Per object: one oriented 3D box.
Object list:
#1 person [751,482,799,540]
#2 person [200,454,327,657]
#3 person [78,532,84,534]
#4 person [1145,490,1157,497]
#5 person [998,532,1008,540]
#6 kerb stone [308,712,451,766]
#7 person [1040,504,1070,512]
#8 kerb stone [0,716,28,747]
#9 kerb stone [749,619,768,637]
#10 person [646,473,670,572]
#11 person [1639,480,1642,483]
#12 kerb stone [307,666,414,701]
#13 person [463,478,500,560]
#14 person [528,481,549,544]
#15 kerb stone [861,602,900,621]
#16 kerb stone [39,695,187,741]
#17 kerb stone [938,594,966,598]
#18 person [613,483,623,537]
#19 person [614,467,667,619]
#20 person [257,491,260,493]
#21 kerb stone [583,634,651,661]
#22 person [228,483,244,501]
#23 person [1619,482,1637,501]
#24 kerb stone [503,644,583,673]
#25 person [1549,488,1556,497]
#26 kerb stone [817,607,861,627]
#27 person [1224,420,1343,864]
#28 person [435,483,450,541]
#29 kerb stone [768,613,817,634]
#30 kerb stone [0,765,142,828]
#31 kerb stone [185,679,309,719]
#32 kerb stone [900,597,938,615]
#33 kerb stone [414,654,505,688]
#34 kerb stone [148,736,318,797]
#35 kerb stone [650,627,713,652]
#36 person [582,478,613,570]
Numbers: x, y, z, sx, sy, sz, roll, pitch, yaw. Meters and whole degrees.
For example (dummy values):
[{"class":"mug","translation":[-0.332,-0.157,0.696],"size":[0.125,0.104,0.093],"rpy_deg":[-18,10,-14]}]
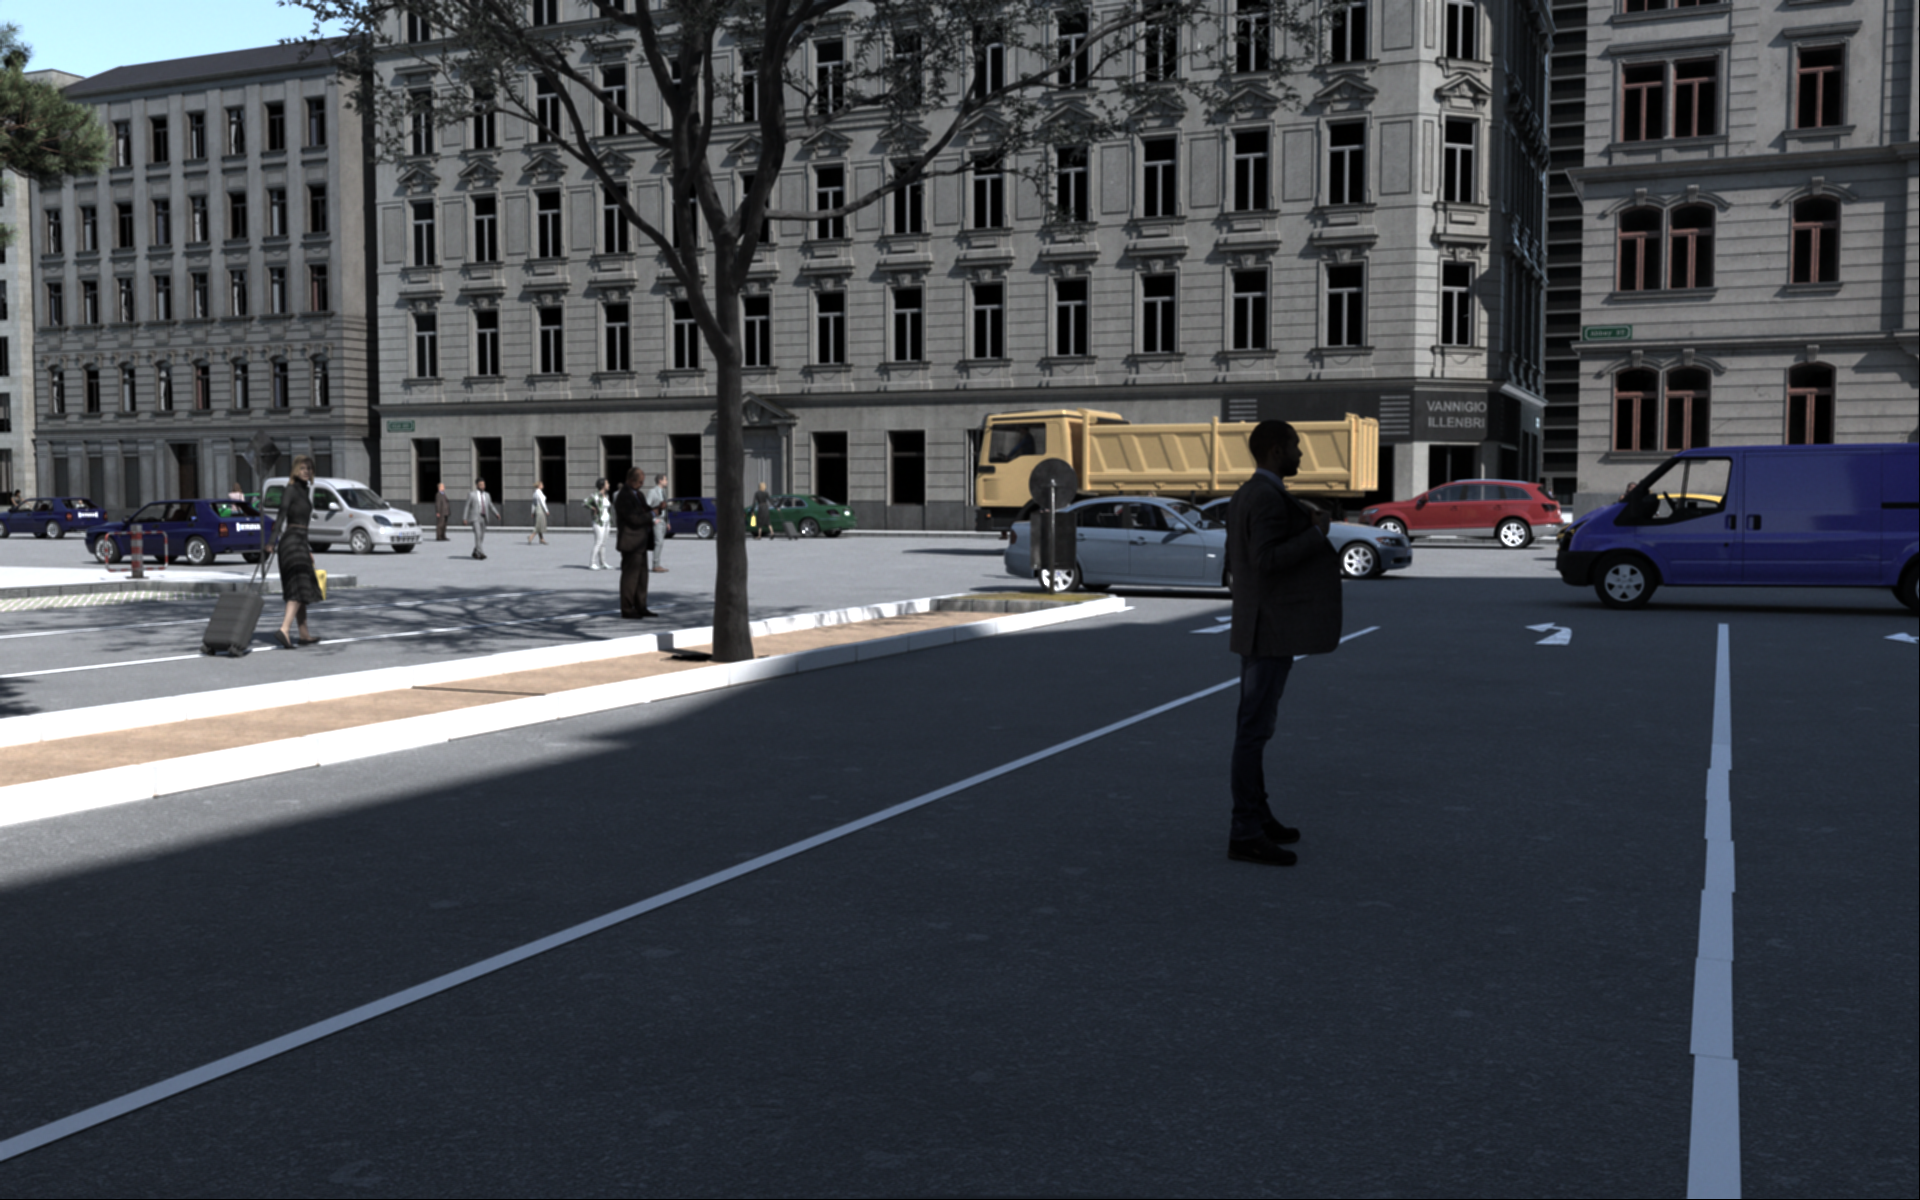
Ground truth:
[{"class":"person","translation":[-5.847,-2.779,54.161],"size":[1.509,1.804,0.699],"rpy_deg":[2,4,30]},{"class":"person","translation":[-6.335,-0.437,15.868],"size":[0.699,1.804,1.509],"rpy_deg":[2,4,25]},{"class":"person","translation":[-31.808,-3.052,62.651],"size":[0.306,1.304,0.590],"rpy_deg":[-2,4,-31]},{"class":"person","translation":[3.787,-1.441,34.596],"size":[0.480,1.512,0.613],"rpy_deg":[-1,4,-9]},{"class":"person","translation":[1.314,-2.725,54.512],"size":[0.517,1.644,0.566],"rpy_deg":[-2,4,-34]},{"class":"kerb stone","translation":[-3.224,0.770,9.602],"size":[0.120,0.150,1.000],"rpy_deg":[2,4,24]},{"class":"person","translation":[1.501,-1.221,28.664],"size":[0.606,1.804,0.583],"rpy_deg":[3,4,38]},{"class":"kerb stone","translation":[-5.554,0.775,9.527],"size":[0.120,0.150,1.000],"rpy_deg":[2,4,24]},{"class":"kerb stone","translation":[-2.223,0.316,17.060],"size":[0.120,0.150,1.000],"rpy_deg":[2,4,24]},{"class":"person","translation":[-5.566,-1.428,31.944],"size":[0.391,1.810,0.635],"rpy_deg":[0,4,7]},{"class":"person","translation":[18.541,-2.351,46.842],"size":[0.656,1.842,0.836],"rpy_deg":[-1,4,-21]},{"class":"kerb stone","translation":[-4.306,0.602,12.357],"size":[0.120,0.150,1.000],"rpy_deg":[2,4,24]},{"class":"person","translation":[-10.519,-1.784,37.935],"size":[0.678,1.792,0.850],"rpy_deg":[-3,5,-44]},{"class":"person","translation":[-11.978,-2.470,49.106],"size":[0.641,1.798,0.478],"rpy_deg":[-2,4,-26]},{"class":"kerb stone","translation":[-0.984,0.141,19.884],"size":[0.120,0.150,1.000],"rpy_deg":[2,4,24]},{"class":"kerb stone","translation":[-5.137,0.717,10.469],"size":[0.120,0.150,1.000],"rpy_deg":[2,4,24]},{"class":"kerb stone","translation":[-0.142,0.027,21.765],"size":[0.120,0.150,1.000],"rpy_deg":[2,4,24]},{"class":"person","translation":[-11.430,-3.050,58.567],"size":[0.606,1.804,0.583],"rpy_deg":[2,4,32]},{"class":"person","translation":[-3.686,-0.660,19.976],"size":[0.600,1.739,0.565],"rpy_deg":[-1,4,-16]},{"class":"person","translation":[-24.618,-3.059,60.729],"size":[0.590,1.554,0.614],"rpy_deg":[1,4,13]},{"class":"kerb stone","translation":[-3.062,0.433,15.185],"size":[0.120,0.150,1.000],"rpy_deg":[2,4,24]},{"class":"person","translation":[-20.381,-2.436,48.915],"size":[0.593,1.750,0.643],"rpy_deg":[0,4,1]},{"class":"person","translation":[12.213,-1.321,31.564],"size":[0.415,1.643,0.593],"rpy_deg":[1,4,13]},{"class":"kerb stone","translation":[-3.477,0.486,14.246],"size":[0.120,0.150,1.000],"rpy_deg":[2,4,24]},{"class":"person","translation":[41.414,-6.901,121.202],"size":[0.599,1.838,0.709],"rpy_deg":[1,4,19]},{"class":"kerb stone","translation":[-1.395,0.199,18.943],"size":[0.120,0.150,1.000],"rpy_deg":[2,4,24]},{"class":"person","translation":[1.278,0.149,6.884],"size":[0.431,1.722,0.655],"rpy_deg":[0,4,4]},{"class":"person","translation":[-15.840,-2.694,53.105],"size":[0.434,1.755,0.990],"rpy_deg":[0,4,5]},{"class":"kerb stone","translation":[-1.809,0.257,18.000],"size":[0.120,0.150,1.000],"rpy_deg":[2,4,24]},{"class":"kerb stone","translation":[-4.057,0.885,7.719],"size":[0.120,0.150,1.000],"rpy_deg":[2,4,24]},{"class":"kerb stone","translation":[-4.726,0.660,11.410],"size":[0.120,0.150,1.000],"rpy_deg":[2,4,24]},{"class":"kerb stone","translation":[-0.563,0.084,20.829],"size":[0.120,0.150,1.000],"rpy_deg":[2,4,24]},{"class":"kerb stone","translation":[-3.886,0.551,13.304],"size":[0.120,0.150,1.000],"rpy_deg":[2,4,24]},{"class":"kerb stone","translation":[-3.642,0.830,8.664],"size":[0.120,0.150,1.000],"rpy_deg":[2,4,24]},{"class":"kerb stone","translation":[-2.641,0.371,16.122],"size":[0.120,0.150,1.000],"rpy_deg":[2,4,24]},{"class":"person","translation":[-6.849,-1.452,32.963],"size":[0.376,1.734,0.841],"rpy_deg":[1,4,23]}]
